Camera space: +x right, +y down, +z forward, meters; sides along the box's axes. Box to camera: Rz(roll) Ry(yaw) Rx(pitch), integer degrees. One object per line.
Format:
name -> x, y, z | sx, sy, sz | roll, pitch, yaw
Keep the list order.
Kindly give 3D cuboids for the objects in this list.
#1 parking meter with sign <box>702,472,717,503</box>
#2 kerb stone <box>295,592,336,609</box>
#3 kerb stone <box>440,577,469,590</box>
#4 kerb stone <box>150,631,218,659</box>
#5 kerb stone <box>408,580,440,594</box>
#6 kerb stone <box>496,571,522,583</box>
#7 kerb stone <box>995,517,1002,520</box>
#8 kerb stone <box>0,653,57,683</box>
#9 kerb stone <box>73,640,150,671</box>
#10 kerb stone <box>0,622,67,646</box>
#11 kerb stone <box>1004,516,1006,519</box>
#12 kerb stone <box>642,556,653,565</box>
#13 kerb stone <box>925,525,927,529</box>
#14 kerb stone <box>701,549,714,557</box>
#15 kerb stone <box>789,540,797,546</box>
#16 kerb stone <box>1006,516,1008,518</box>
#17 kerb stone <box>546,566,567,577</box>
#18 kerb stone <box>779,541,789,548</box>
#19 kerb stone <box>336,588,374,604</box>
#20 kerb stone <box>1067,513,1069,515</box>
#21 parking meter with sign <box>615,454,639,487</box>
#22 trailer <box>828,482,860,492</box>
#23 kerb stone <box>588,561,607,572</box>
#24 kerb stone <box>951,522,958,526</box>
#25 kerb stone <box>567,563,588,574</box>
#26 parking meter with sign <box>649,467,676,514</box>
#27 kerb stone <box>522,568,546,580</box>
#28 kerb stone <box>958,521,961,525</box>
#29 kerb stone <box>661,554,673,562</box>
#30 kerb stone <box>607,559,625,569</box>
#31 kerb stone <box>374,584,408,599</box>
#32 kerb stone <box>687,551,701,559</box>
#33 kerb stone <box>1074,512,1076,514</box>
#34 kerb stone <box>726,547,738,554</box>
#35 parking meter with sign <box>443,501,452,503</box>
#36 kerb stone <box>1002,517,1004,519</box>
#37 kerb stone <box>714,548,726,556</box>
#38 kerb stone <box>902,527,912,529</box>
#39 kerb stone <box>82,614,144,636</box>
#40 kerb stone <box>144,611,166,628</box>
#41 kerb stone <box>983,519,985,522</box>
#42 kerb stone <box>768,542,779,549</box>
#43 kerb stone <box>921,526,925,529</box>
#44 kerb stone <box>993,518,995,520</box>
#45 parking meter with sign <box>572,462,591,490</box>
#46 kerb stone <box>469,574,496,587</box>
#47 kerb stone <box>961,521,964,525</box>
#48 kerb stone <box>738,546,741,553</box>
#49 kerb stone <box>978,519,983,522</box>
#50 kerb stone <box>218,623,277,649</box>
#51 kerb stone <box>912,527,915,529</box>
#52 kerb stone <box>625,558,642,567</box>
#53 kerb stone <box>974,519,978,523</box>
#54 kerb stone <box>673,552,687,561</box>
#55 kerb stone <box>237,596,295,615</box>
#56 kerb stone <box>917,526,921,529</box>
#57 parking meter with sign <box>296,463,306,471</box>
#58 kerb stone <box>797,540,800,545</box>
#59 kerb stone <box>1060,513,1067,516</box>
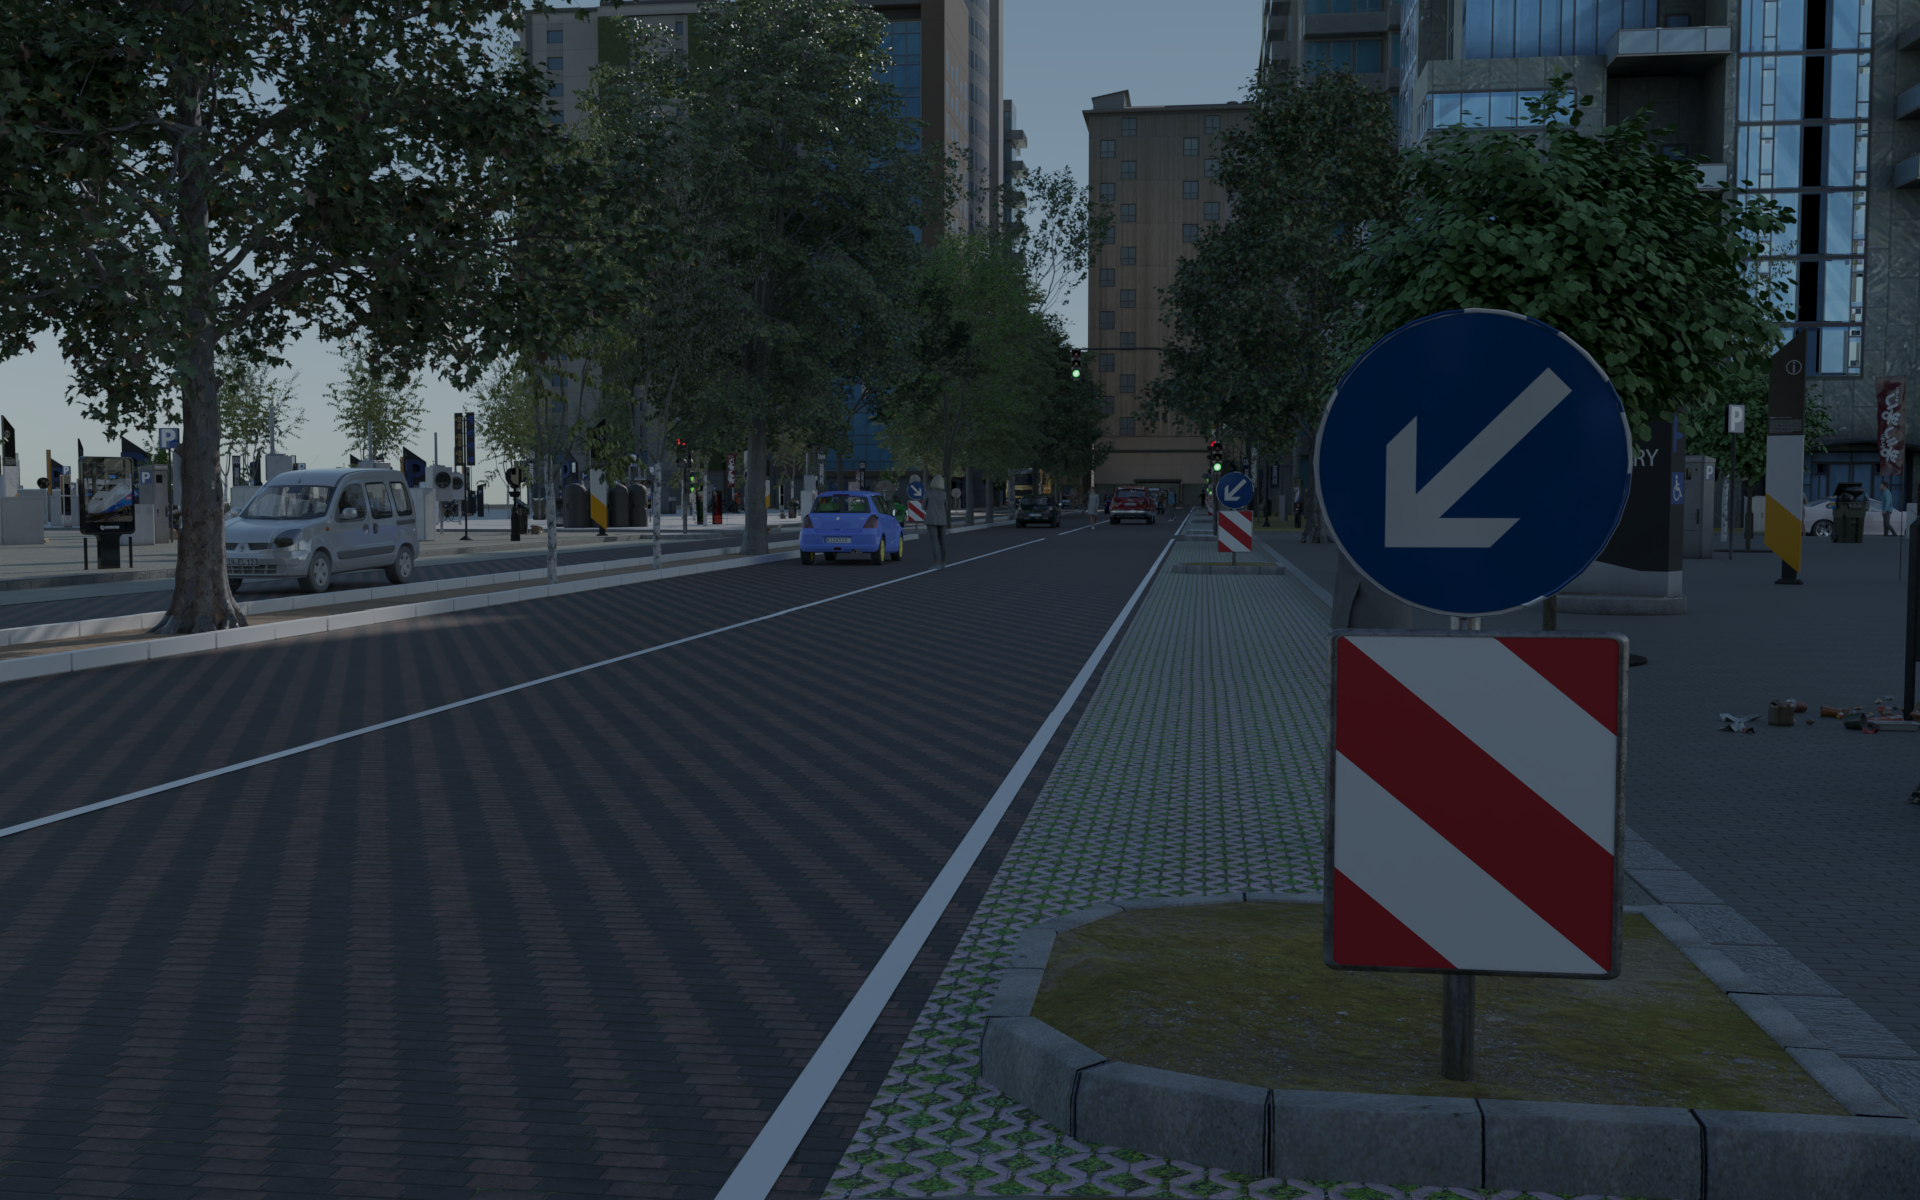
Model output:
parking meter with sign -> -19.645, -8.609, 137.017 | 1.738, 3.016, 0.543 | 2, 4, 27
kerb stone -> -8.239, 0.016, 21.939 | 0.120, 0.150, 1.000 | 0, 4, 8
kerb stone -> -7.674, -0.232, 25.990 | 0.120, 0.150, 1.000 | 0, 4, 8
kerb stone -> -7.016, 0.410, 15.530 | 0.120, 0.150, 1.000 | 0, 4, 8
kerb stone -> -7.815, -0.170, 24.978 | 0.120, 0.150, 1.000 | 0, 4, 8
kerb stone -> -7.389, -0.357, 28.028 | 0.120, 0.150, 1.000 | 0, 4, 8
kerb stone -> 2.069, -4.485, 95.532 | 0.120, 0.150, 1.000 | 0, 4, 8
kerb stone -> -7.304, 0.533, 13.485 | 0.120, 0.150, 1.000 | 0, 4, 8
kerb stone -> -7.160, 0.471, 14.497 | 0.120, 0.150, 1.000 | 0, 4, 8
kerb stone -> -8.951, 0.327, 16.853 | 0.120, 0.150, 1.000 | 0, 4, 8
kerb stone -> 2.349, -4.607, 97.571 | 0.120, 0.150, 1.000 | 0, 4, 8
kerb stone -> -6.393, -0.787, 35.153 | 0.120, 0.150, 1.000 | 0, 4, 8
kerb stone -> -1.486, -2.932, 70.187 | 0.120, 0.150, 1.000 | 0, 4, 8
kerb stone -> -5.821, -1.041, 39.213 | 0.120, 0.150, 1.000 | 0, 4, 8
kerb stone -> -4.686, -1.537, 47.328 | 0.120, 0.150, 1.000 | 0, 4, 8
kerb stone -> 2.486, -4.673, 98.593 | 0.120, 0.150, 1.000 | 0, 4, 8
kerb stone -> -7.100, -0.481, 30.058 | 0.120, 0.150, 1.000 | 0, 4, 8
kerb stone -> -4.826, -1.475, 46.310 | 0.120, 0.150, 1.000 | 0, 4, 8
kerb stone -> -8.099, -0.046, 22.951 | 0.120, 0.150, 1.000 | 0, 4, 8
kerb stone -> 6.977, -5.707, 115.505 | 0.120, 0.150, 1.000 | 0, 4, 8
parking meter with sign -> -14.615, -4.787, 74.526 | 0.543, 3.016, 1.738 | 2, 4, 33
trailer -> -5.531, -4.518, 80.918 | 1.471, 1.999, 3.904 | 0, 4, 8
kerb stone -> -6.822, -0.605, 32.086 | 0.120, 0.150, 1.000 | 0, 4, 8
kerb stone -> -0.351, -3.428, 78.289 | 0.120, 0.150, 1.000 | 0, 4, 8
kerb stone -> -6.955, -0.543, 31.070 | 0.120, 0.150, 1.000 | 0, 4, 8
parking meter with sign -> -18.893, -6.973, 110.262 | 0.543, 3.016, 1.738 | 3, 5, 44
kerb stone -> -7.239, -0.419, 29.046 | 0.120, 0.150, 1.000 | 0, 4, 8
kerb stone -> -0.207, -3.493, 79.303 | 0.120, 0.150, 1.000 | 0, 4, 8
kerb stone -> -6.248, -0.853, 36.165 | 0.120, 0.150, 1.000 | 0, 4, 8
kerb stone -> -6.671, -0.665, 33.116 | 0.120, 0.150, 1.000 | 0, 4, 8
kerb stone -> -7.954, -0.106, 23.963 | 0.120, 0.150, 1.000 | 0, 4, 8
kerb stone -> -5.966, -0.976, 38.199 | 0.120, 0.150, 1.000 | 0, 4, 8
kerb stone -> 7.840, -6.079, 121.596 | 0.120, 0.150, 1.000 | 0, 4, 8
kerb stone -> -5.541, -1.164, 41.240 | 0.120, 0.150, 1.000 | 0, 4, 8
parking meter with sign -> -35.553, -7.453, 118.122 | 1.738, 3.016, 0.543 | -1, 4, -22
kerb stone -> 2.199, -4.547, 96.546 | 0.120, 0.150, 1.000 | 0, 4, 8
kerb stone -> -5.679, -1.103, 40.228 | 0.120, 0.150, 1.000 | 0, 4, 8
kerb stone -> -2.052, -2.686, 66.106 | 0.120, 0.150, 1.000 | 0, 4, 8
kerb stone -> -8.807, 0.268, 17.867 | 0.120, 0.150, 1.000 | 0, 4, 8
kerb stone -> -8.667, 0.202, 18.886 | 0.120, 0.150, 1.000 | 0, 4, 8
kerb stone -> 1.066, -4.051, 88.424 | 0.120, 0.150, 1.000 | 0, 4, 8
kerb stone -> -4.974, -1.413, 45.297 | 0.120, 0.150, 1.000 | 0, 4, 8
kerb stone -> -1.625, -2.873, 69.172 | 0.120, 0.150, 1.000 | 0, 4, 8
kerb stone -> 1.636, -4.297, 92.476 | 0.120, 0.150, 1.000 | 0, 4, 8
parking meter with sign -> -20.577, -6.108, 96.125 | 1.738, 3.016, 0.543 | -2, 4, -31
kerb stone -> -7.533, -0.294, 27.002 | 0.120, 0.150, 1.000 | 0, 4, 8
kerb stone -> -0.061, -3.546, 80.317 | 0.120, 0.150, 1.000 | 0, 4, 8
kerb stone -> -5.391, -1.219, 42.252 | 0.120, 0.150, 1.000 | 0, 4, 8
kerb stone -> 0.926, -3.987, 87.411 | 0.120, 0.150, 1.000 | 0, 4, 8
kerb stone -> -6.870, 0.346, 16.546 | 0.120, 0.150, 1.000 | 0, 4, 8
kerb stone -> -1.913, -2.747, 67.135 | 0.120, 0.150, 1.000 | 0, 4, 8
kerb stone -> -6.537, -0.730, 34.137 | 0.120, 0.150, 1.000 | 0, 4, 8
kerb stone -> 0.643, -3.861, 85.386 | 0.120, 0.150, 1.000 | 0, 4, 8
kerb stone -> -6.113, -0.917, 37.181 | 0.120, 0.150, 1.000 | 0, 4, 8
kerb stone -> -8.380, 0.079, 20.927 | 0.120, 0.150, 1.000 | 0, 4, 8
kerb stone -> -1.771, -2.808, 68.158 | 0.120, 0.150, 1.000 | 0, 4, 8
parking meter with sign -> -37.485, -6.185, 97.386 | 1.738, 3.016, 0.543 | 3, 4, 37
kerb stone -> -4.542, -1.598, 48.344 | 0.120, 0.150, 1.000 | 0, 4, 8
kerb stone -> 6.837, -5.645, 114.493 | 0.120, 0.150, 1.000 | 0, 4, 8
